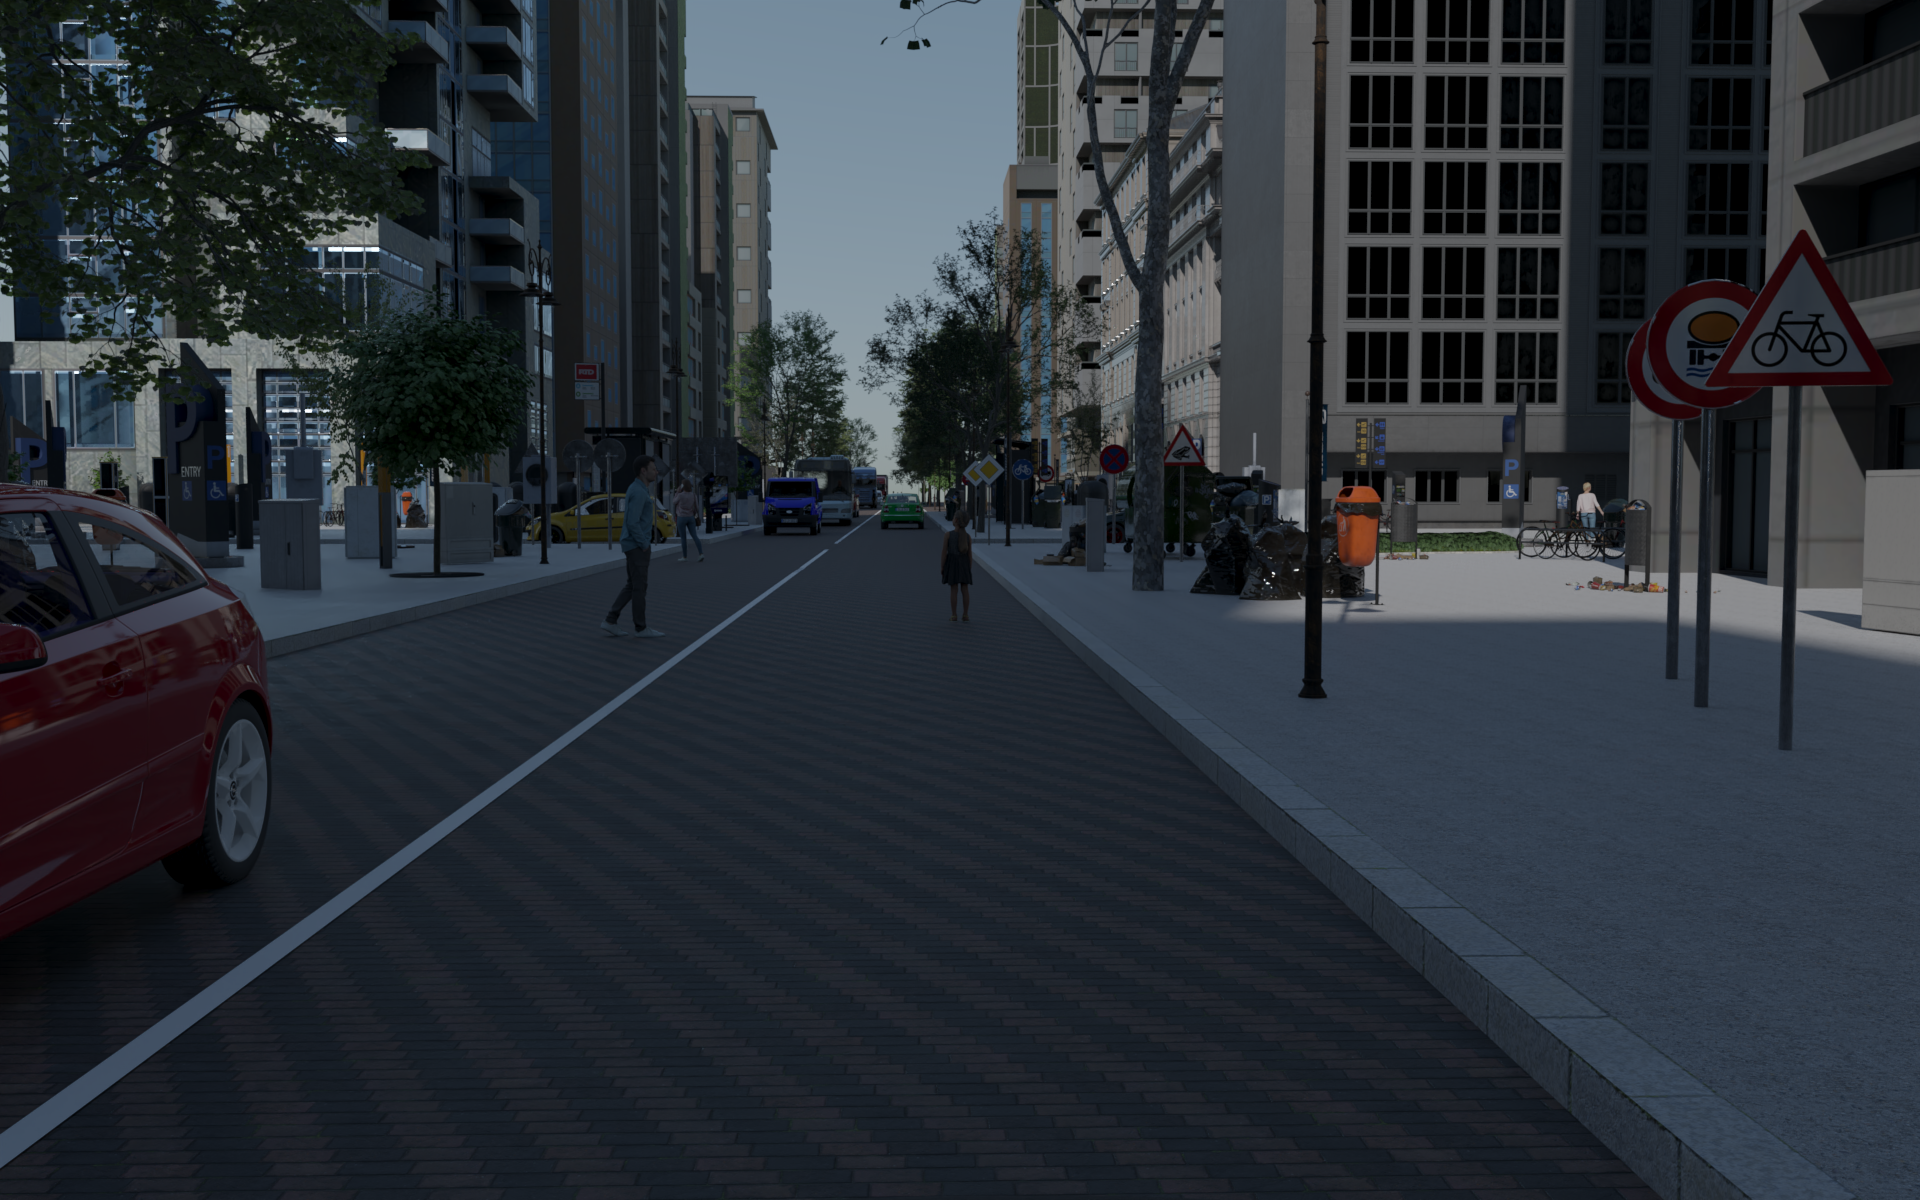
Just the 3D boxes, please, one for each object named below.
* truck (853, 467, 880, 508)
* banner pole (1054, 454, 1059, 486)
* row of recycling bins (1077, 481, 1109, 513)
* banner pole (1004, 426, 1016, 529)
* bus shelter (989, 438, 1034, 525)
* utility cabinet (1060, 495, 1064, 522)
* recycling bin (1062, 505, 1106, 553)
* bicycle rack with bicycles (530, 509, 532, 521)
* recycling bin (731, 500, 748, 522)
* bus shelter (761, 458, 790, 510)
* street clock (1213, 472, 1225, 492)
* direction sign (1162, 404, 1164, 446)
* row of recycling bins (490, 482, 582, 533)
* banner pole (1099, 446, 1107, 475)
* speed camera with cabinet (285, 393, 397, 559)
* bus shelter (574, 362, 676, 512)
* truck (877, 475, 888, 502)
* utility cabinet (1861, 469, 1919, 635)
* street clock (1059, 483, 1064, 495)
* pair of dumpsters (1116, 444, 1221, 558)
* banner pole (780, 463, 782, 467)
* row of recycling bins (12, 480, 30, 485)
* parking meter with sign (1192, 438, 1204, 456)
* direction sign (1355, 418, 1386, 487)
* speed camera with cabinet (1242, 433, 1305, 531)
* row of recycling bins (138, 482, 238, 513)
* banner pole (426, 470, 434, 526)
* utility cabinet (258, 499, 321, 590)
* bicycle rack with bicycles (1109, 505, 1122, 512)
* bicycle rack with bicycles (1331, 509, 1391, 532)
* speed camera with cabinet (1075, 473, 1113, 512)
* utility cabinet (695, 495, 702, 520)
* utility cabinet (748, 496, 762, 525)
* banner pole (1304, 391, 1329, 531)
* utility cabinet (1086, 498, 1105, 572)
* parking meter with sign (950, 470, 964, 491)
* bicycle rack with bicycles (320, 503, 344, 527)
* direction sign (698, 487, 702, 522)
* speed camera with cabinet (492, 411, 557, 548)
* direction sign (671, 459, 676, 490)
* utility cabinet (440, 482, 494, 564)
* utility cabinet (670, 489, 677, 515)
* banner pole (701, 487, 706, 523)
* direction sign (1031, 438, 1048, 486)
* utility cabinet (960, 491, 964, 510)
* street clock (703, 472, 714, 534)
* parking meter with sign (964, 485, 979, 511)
[{"bbox_3d":[-9.753,-11.538,178.401,2.967,4.110,18.799,0,4,-3],"label":"truck"},{"bbox_3d":[6.057,-7.272,108.910,0.401,3.779,0.863,2,4,28],"label":"banner pole"},{"bbox_3d":[4.182,-2.906,54.620,1.069,1.692,3.534,0,4,4],"label":"row of recycling bins"},{"bbox_3d":[1.790,-4.545,64.325,0.401,3.779,0.863,-1,4,-20],"label":"banner pole"},{"bbox_3d":[2.227,-5.148,75.460,1.731,3.624,6.357,0,4,-2],"label":"bus shelter"},{"bbox_3d":[4.981,-4.207,79.954,1.020,1.237,0.306,-1,4,-22],"label":"utility cabinet"},{"bbox_3d":[2.722,-1.555,37.975,0.722,1.027,0.722,-3,5,-40],"label":"recycling bin"},{"bbox_3d":[-14.910,-2.942,61.484,2.925,0.926,2.852,1,4,10],"label":"bicycle rack with bicycles"},{"bbox_3d":[-10.114,-4.105,79.676,0.722,1.027,0.722,-1,4,-20],"label":"recycling bin"},{"bbox_3d":[-12.439,-7.631,116.055,1.731,3.624,6.357,0,4,-2],"label":"bus shelter"},{"bbox_3d":[8.431,-3.193,56.768,0.471,2.002,0.358,-1,4,-23],"label":"street clock"},{"bbox_3d":[4.759,-3.128,43.146,0.876,3.537,0.379,-3,5,-41],"label":"direction sign"},{"bbox_3d":[-14.403,-3.124,58.196,3.534,1.692,1.069,-2,4,-34],"label":"row of recycling bins"},{"bbox_3d":[7.395,-6.088,89.549,0.401,3.779,0.863,3,5,45],"label":"banner pole"},{"bbox_3d":[-12.242,-2.444,34.290,2.038,3.252,0.660,-1,4,-18],"label":"speed camera with cabinet"},{"bbox_3d":[-10.757,-4.769,55.598,2.179,5.291,8.768,0,4,-2],"label":"bus shelter"},{"bbox_3d":[-11.808,-16.053,251.387,2.839,4.237,11.283,0,4,0],"label":"truck"},{"bbox_3d":[8.741,-0.433,15.762,0.318,1.500,1.173,0,4,-7],"label":"utility cabinet"},{"bbox_3d":[6.516,-6.575,112.063,0.358,2.002,0.471,-1,4,-21],"label":"street clock"},{"bbox_3d":[4.256,-2.028,35.658,1.574,2.255,4.437,0,4,-2],"label":"pair of dumpsters"},{"bbox_3d":[-12.613,-8.085,122.207,0.401,3.779,0.863,-1,4,-10],"label":"banner pole"},{"bbox_3d":[-29.289,-2.710,51.414,1.069,1.692,3.534,2,4,34],"label":"row of recycling bins"},{"bbox_3d":[6.716,-3.531,53.989,1.738,3.016,0.543,-2,4,-27],"label":"parking meter with sign"},{"bbox_3d":[12.253,-3.654,51.748,0.876,3.537,0.379,0,4,5],"label":"direction sign"},{"bbox_3d":[10.233,-3.790,56.298,2.038,3.252,0.660,0,4,2],"label":"speed camera with cabinet"},{"bbox_3d":[-26.965,-3.283,60.783,3.534,1.692,1.069,0,4,-7],"label":"row of recycling bins"},{"bbox_3d":[-21.201,-4.855,69.393,0.401,3.779,0.863,2,4,30],"label":"banner pole"},{"bbox_3d":[-9.071,-0.750,23.431,1.020,1.237,0.306,3,4,36],"label":"utility cabinet"},{"bbox_3d":[7.055,-4.277,83.313,2.925,0.926,2.852,0,4,7],"label":"bicycle rack with bicycles"},{"bbox_3d":[13.152,-2.770,58.664,2.852,0.926,2.925,-3,5,-42],"label":"bicycle rack with bicycles"},{"bbox_3d":[6.025,-5.123,78.102,2.038,3.252,0.660,3,5,41],"label":"speed camera with cabinet"},{"bbox_3d":[-12.907,-4.550,85.548,0.306,1.237,1.020,-1,4,-16],"label":"utility cabinet"},{"bbox_3d":[-8.608,-3.764,72.698,0.306,1.237,1.020,-2,4,-27],"label":"utility cabinet"},{"bbox_3d":[8.633,-3.193,42.215,0.863,3.779,0.401,-2,4,-27],"label":"banner pole"},{"bbox_3d":[2.272,-1.096,29.075,0.306,1.237,1.020,0,4,3],"label":"utility cabinet"},{"bbox_3d":[0.099,-7.972,126.596,1.738,3.016,0.543,0,4,6],"label":"parking meter with sign"},{"bbox_3d":[-25.319,-3.410,69.143,2.852,0.926,2.925,1,4,16],"label":"bicycle rack with bicycles"},{"bbox_3d":[-12.170,-5.412,80.478,0.876,3.537,0.379,-3,5,-45],"label":"direction sign"},{"bbox_3d":[-10.648,-2.860,41.089,2.038,3.252,0.660,0,4,1],"label":"speed camera with cabinet"},{"bbox_3d":[-18.818,-7.392,112.851,0.379,3.537,0.876,3,5,43],"label":"direction sign"},{"bbox_3d":[-9.103,-1.417,31.840,0.318,1.500,1.173,2,4,29],"label":"utility cabinet"},{"bbox_3d":[-17.377,-5.815,103.753,1.173,1.500,0.318,3,4,37],"label":"utility cabinet"},{"bbox_3d":[-11.180,-5.296,76.610,0.863,3.779,0.401,-3,4,-36],"label":"banner pole"},{"bbox_3d":[3.233,-4.800,70.485,0.876,3.537,0.379,-3,4,-38],"label":"direction sign"},{"bbox_3d":[0.000,-6.256,110.957,0.318,1.500,1.173,1,4,15],"label":"utility cabinet"},{"bbox_3d":[-8.125,-3.148,56.046,0.358,2.002,0.471,1,4,11],"label":"street clock"},{"bbox_3d":[1.301,-7.008,110.848,1.738,3.016,0.543,1,4,11],"label":"parking meter with sign"}]
